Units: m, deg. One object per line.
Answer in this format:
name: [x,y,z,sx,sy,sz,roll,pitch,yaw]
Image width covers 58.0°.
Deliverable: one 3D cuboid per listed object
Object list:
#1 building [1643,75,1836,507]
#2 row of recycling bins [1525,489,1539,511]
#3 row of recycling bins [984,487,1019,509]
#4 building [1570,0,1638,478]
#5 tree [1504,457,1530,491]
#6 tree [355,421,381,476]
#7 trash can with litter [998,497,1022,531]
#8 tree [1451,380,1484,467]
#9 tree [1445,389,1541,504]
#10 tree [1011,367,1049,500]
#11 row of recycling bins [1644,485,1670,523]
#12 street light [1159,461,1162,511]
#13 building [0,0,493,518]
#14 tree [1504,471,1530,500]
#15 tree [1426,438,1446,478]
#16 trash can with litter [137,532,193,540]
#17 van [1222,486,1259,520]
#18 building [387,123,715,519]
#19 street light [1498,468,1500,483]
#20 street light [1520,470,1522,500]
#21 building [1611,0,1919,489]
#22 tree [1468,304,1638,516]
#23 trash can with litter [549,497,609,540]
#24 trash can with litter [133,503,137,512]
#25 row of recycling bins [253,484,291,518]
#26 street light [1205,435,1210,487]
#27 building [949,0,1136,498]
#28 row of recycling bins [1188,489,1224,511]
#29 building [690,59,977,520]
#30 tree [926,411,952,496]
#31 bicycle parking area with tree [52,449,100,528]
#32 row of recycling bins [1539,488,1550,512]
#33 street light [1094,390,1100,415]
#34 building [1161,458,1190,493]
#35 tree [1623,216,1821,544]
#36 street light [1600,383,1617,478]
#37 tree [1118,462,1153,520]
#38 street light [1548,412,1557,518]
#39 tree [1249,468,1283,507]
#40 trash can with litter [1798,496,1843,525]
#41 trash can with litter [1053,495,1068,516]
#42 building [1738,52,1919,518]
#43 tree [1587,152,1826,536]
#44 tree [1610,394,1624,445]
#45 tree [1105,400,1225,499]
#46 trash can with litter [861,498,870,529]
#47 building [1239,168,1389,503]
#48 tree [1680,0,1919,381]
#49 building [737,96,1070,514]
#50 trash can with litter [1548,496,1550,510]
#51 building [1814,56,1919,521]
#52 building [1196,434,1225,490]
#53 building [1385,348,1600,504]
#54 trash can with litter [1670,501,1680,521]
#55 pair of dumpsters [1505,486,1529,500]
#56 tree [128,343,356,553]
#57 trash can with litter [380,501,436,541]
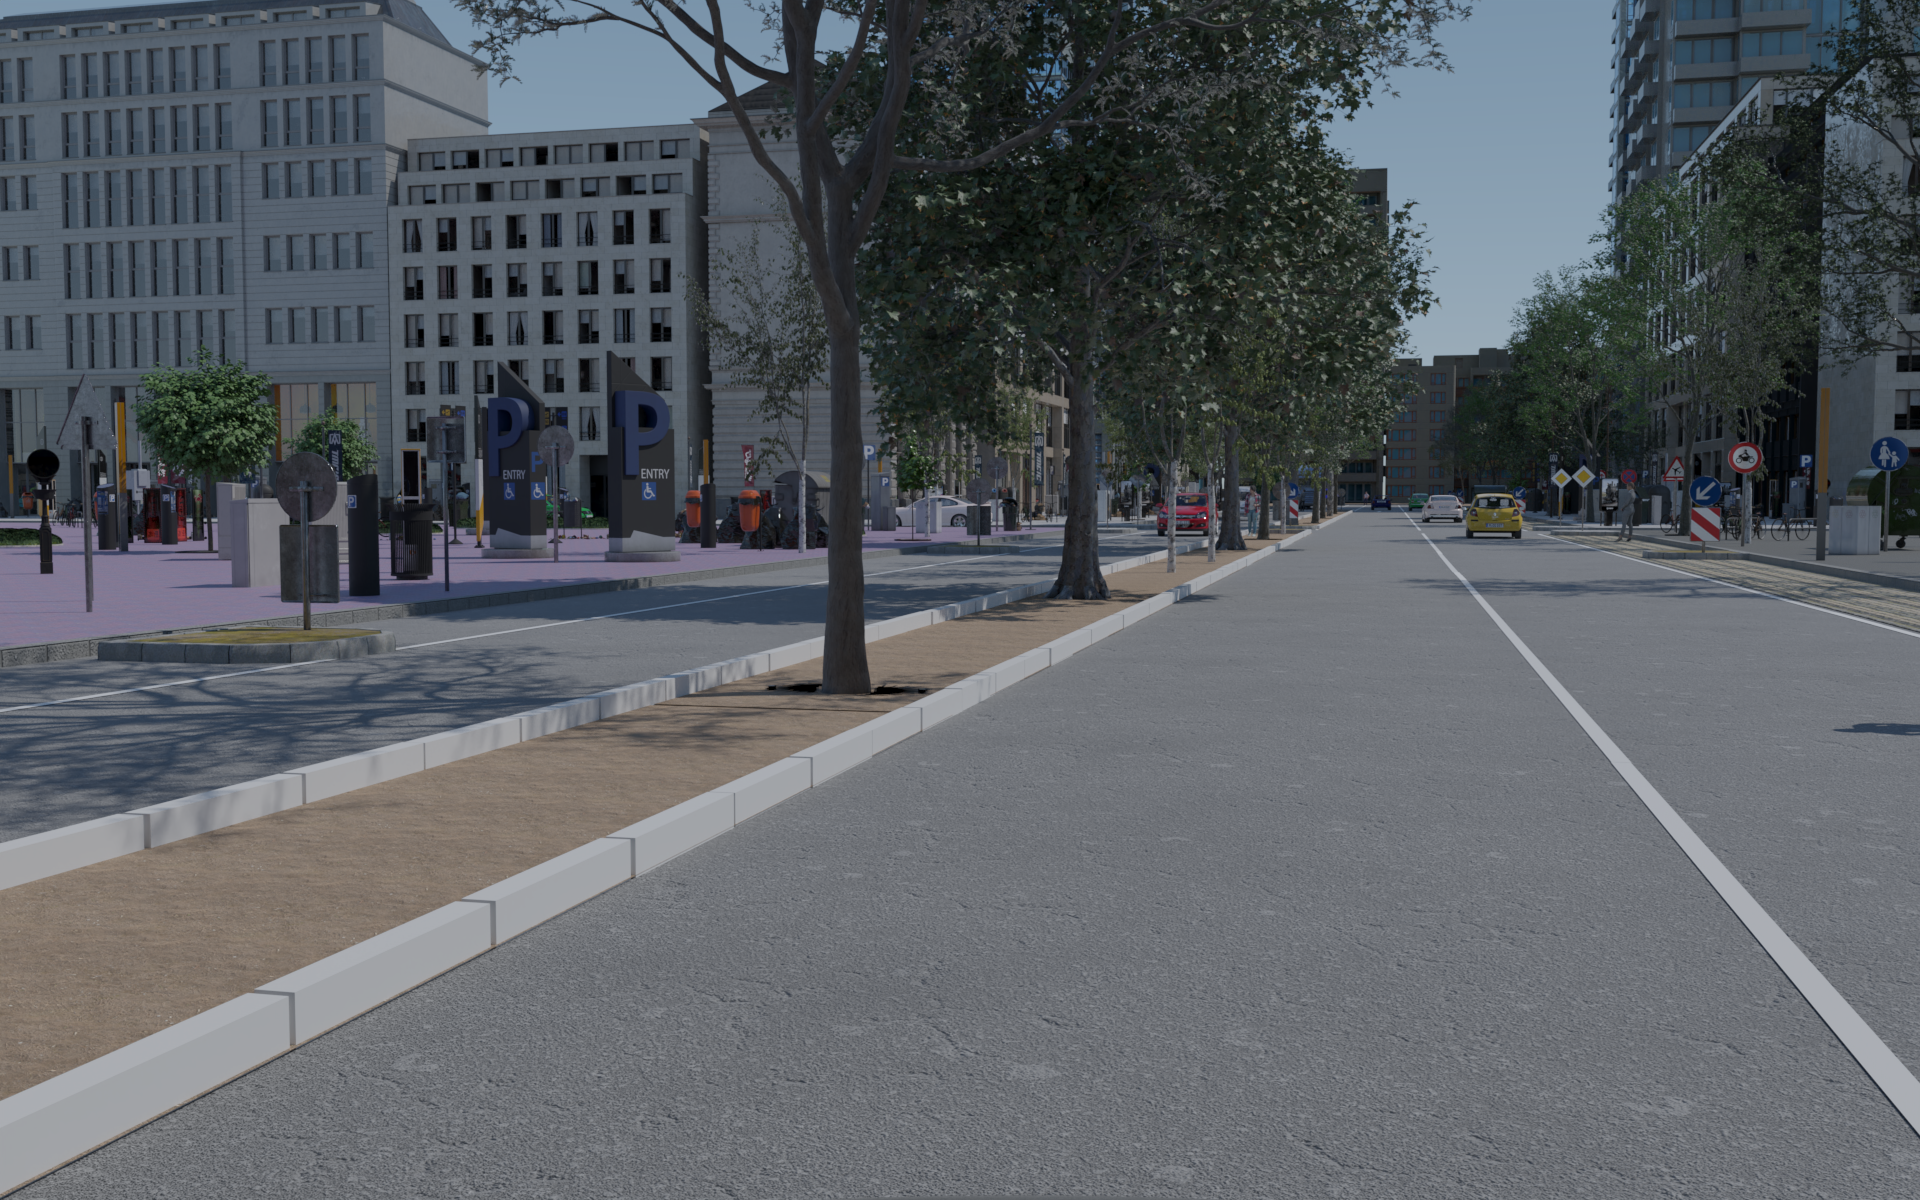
building: [59.568,-19.190,118.279,19.350,26.468,34.151,1,4,14]
row of recycling bins: [42.948,-7.488,129.536,1.069,1.692,3.534,1,4,11]
row of recycling bins: [1.911,-5.367,94.869,1.069,1.692,3.534,3,5,42]
building: [77.156,-53.125,181.267,22.319,86.520,31.000,1,4,14]
tree: [47.069,-12.107,148.315,4.737,8.622,4.395,0,3,0]
tree: [-23.040,-4.889,63.649,4.285,4.588,4.351,0,3,0]
trash can with litter: [1.762,-2.972,59.986,0.624,1.170,1.055,1,4,21]
tree: [28.366,-9.295,77.723,9.928,11.665,9.643,0,3,0]
tree: [41.452,-11.880,128.654,7.601,10.594,8.767,2,4,34]
tree: [2.745,-8.426,88.122,4.737,8.622,4.395,0,3,0]
row of recycling bins: [30.944,-4.291,77.271,1.069,1.692,3.534,1,4,14]
street light: [11.047,-7.492,95.277,0.468,5.910,1.993,1,4,14]
building: [-43.401,-19.765,100.646,29.804,29.767,11.434,1,4,14]
tree: [39.426,-7.804,122.200,1.663,3.219,1.824,0,3,0]
tree: [62.293,-17.114,214.232,8.767,10.594,7.601,0,4,-3]
trash can with litter: [-22.415,-2.300,48.665,2.233,1.210,1.678,1,4,9]
van: [15.218,-5.297,93.624,2.013,2.044,4.112,1,4,14]
building: [-20.764,-14.678,94.736,16.860,20.320,10.420,1,4,14]
street light: [43.554,-10.223,139.926,0.468,5.910,1.993,1,4,14]
street light: [37.952,-8.830,117.163,0.468,5.910,1.993,1,4,14]
building: [70.458,-32.573,152.180,23.786,49.044,30.456,1,4,14]
tree: [34.648,-11.258,101.075,9.611,12.733,9.660,0,3,0]
trash can with litter: [-10.684,-2.343,49.358,2.233,1.210,1.678,0,4,2]
trash can with litter: [-29.690,-3.118,62.373,1.055,1.170,0.624,-3,4,-38]
row of recycling bins: [-26.770,-3.854,70.128,3.534,1.692,1.069,-1,4,-10]
street light: [16.824,-8.881,117.997,0.468,5.910,1.993,1,4,14]
building: [6.015,-52.063,163.902,22.319,86.520,31.000,1,4,14]
row of recycling bins: [19.084,-7.722,133.364,3.534,1.692,1.069,3,5,39]
building: [-5.802,-16.319,95.700,11.050,23.489,19.941,1,4,14]
tree: [-1.261,-7.652,75.473,4.360,8.622,3.978,0,3,0]
bicycle parking area with tree: [-36.092,-4.875,66.715,8.231,4.147,9.016,-1,4,-18]
row of recycling bins: [42.930,-7.214,125.069,1.069,1.692,3.534,1,4,8]
street light: [5.525,-6.098,72.495,0.468,5.910,1.993,1,4,14]
building: [10.896,-21.741,200.507,28.899,21.520,27.650,1,4,14]
tree: [20.216,-5.769,44.684,4.360,8.622,3.978,0,3,0]
street light: [26.427,-5.989,70.713,0.468,5.910,1.993,1,4,14]
tree: [8.716,-5.534,85.090,1.663,3.219,1.824,0,3,0]
street light: [32.107,-7.407,93.886,0.468,5.910,1.993,1,4,14]
tree: [34.847,-12.960,195.608,4.285,4.588,4.351,0,3,0]
trash can with litter: [35.851,-3.701,71.568,1.678,1.210,2.233,-3,4,-39]
trash can with litter: [6.442,-5.646,103.363,2.233,1.210,1.678,3,4,38]
building: [51.033,-16.214,94.782,12.332,23.373,15.834,1,4,14]
tree: [22.336,-7.759,52.621,9.928,11.665,9.643,0,3,0]
tree: [44.611,-9.981,113.552,4.360,8.622,3.978,0,3,0]
tree: [11.987,-11.244,101.966,7.486,12.596,7.792,0,3,0]
trash can with litter: [-3.466,-2.869,58.300,0.624,1.170,1.055,1,4,13]
building: [49.766,-38.099,246.625,21.600,48.544,21.300,1,4,14]
tree: [16.014,-5.653,26.841,8.767,10.594,7.601,0,4,6]
building: [-3.102,-19.513,123.550,19.350,26.468,34.151,1,4,14]
trash can with litter: [40.932,-6.622,119.650,0.624,1.170,1.055,1,4,17]
building: [48.922,-13.626,77.541,16.860,20.320,10.420,1,4,14]
building: [23.970,-38.808,254.126,30.456,49.044,23.786,1,4,14]
building: [75.057,-24.435,244.550,28.899,21.520,27.650,1,4,14]
trash can with litter: [33.332,-4.274,81.267,0.624,1.170,1.055,-2,4,-33]
pair of dumpsters: [43.928,-8.205,136.638,1.574,2.255,4.437,1,4,14]
tree: [-16.473,-3.322,38.033,4.285,4.588,4.351,0,3,0]
trash can with litter: [-15.265,-2.247,47.794,1.678,1.210,2.233,-2,4,-35]
